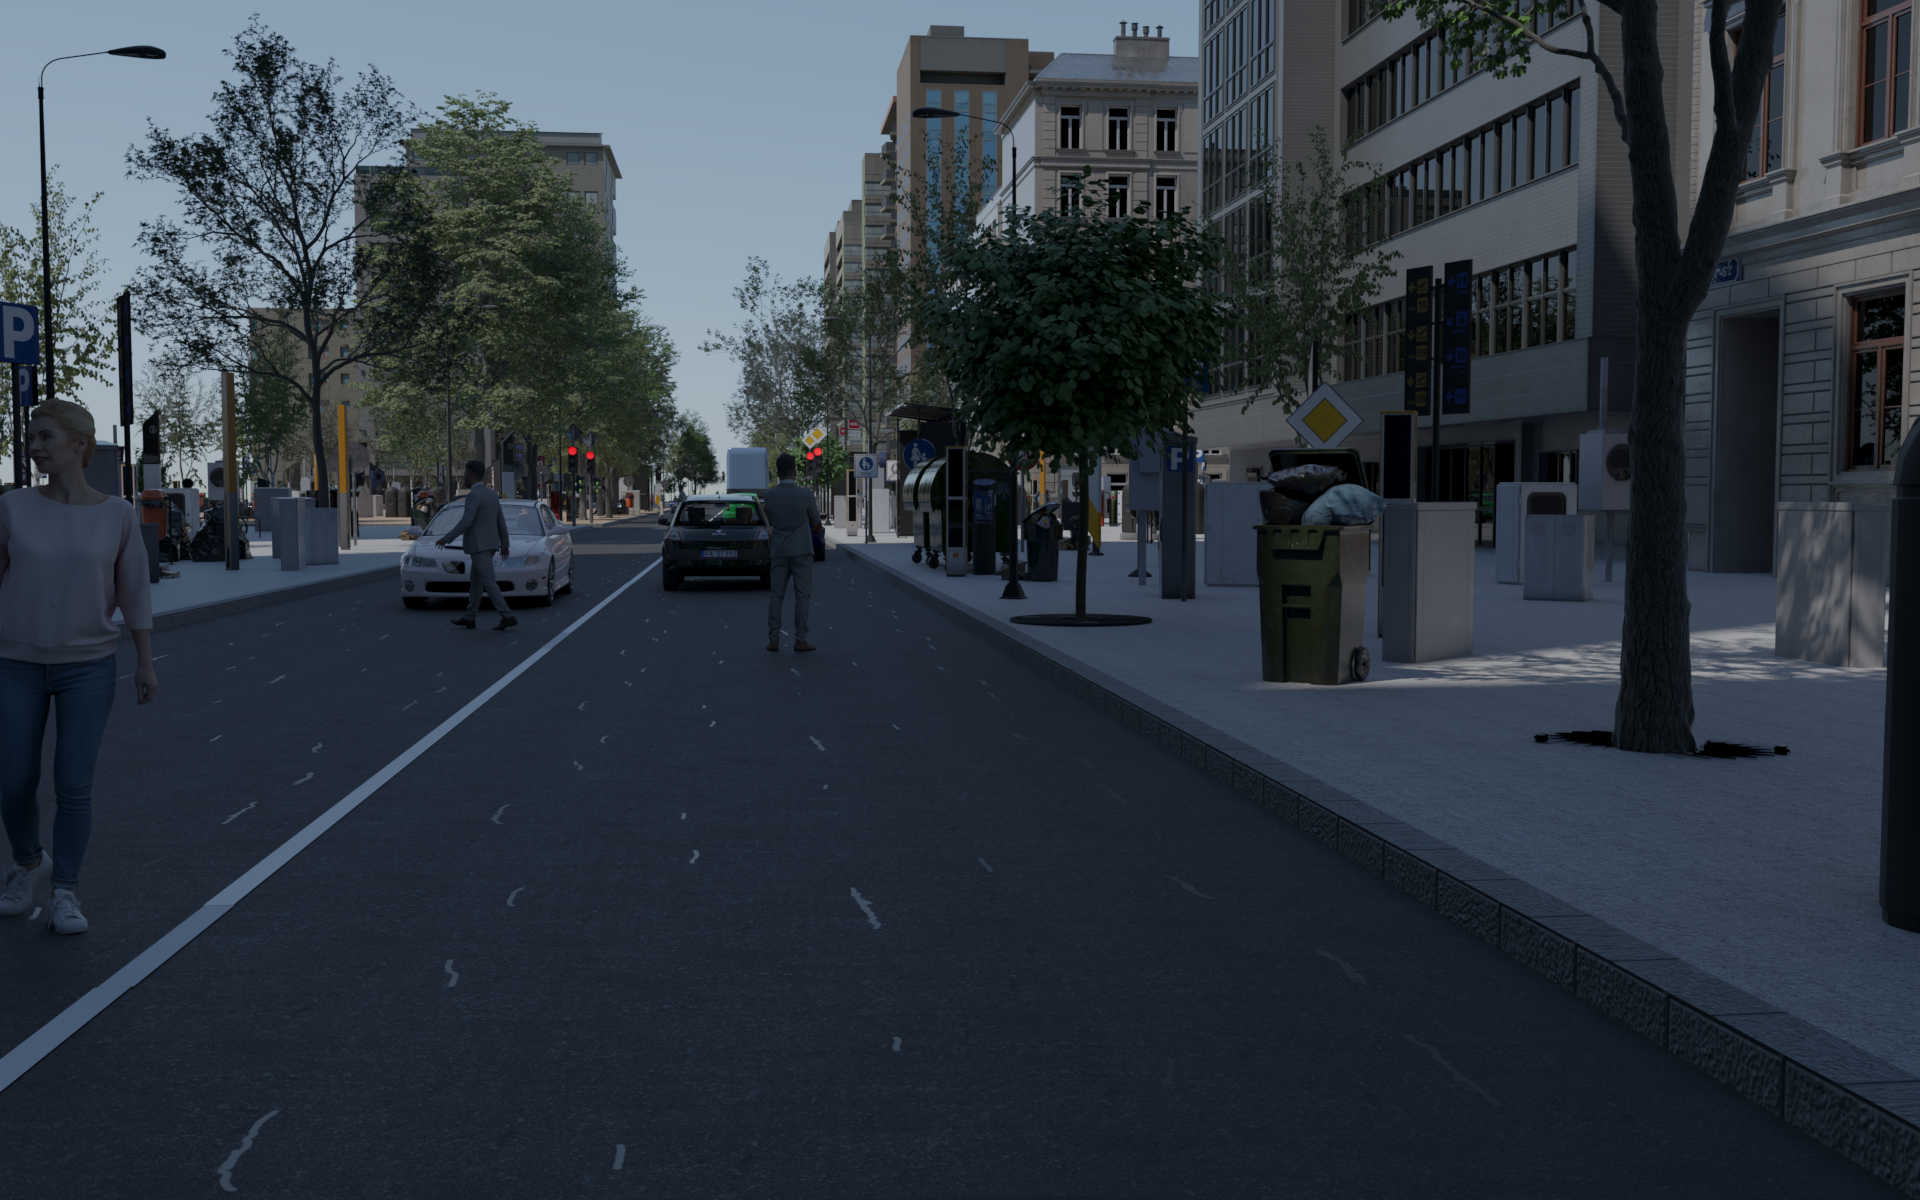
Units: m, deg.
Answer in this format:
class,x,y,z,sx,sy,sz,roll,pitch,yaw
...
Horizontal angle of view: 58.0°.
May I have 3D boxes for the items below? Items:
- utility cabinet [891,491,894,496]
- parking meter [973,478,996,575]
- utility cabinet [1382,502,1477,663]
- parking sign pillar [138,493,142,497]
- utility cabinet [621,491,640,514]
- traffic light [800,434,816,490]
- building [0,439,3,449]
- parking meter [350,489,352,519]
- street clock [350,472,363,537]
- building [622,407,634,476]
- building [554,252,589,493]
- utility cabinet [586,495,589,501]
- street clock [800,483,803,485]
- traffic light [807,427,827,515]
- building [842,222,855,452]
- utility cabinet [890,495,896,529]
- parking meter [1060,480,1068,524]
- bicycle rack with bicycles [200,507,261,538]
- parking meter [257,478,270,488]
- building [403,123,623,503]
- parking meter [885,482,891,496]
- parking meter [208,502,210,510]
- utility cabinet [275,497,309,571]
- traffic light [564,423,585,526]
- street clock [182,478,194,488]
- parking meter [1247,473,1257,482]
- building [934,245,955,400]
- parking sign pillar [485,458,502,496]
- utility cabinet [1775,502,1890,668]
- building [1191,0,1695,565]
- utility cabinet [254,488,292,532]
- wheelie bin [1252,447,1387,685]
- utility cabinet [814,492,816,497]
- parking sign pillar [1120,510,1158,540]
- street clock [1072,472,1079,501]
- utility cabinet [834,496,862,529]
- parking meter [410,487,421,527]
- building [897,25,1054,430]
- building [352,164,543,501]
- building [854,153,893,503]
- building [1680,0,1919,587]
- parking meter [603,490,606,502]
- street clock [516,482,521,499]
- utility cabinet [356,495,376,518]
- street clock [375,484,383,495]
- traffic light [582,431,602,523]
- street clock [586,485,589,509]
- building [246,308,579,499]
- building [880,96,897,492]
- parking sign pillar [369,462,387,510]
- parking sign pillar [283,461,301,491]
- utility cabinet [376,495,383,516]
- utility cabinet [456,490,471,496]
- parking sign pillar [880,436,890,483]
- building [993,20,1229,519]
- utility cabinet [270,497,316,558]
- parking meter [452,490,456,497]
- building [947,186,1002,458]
class,x,y,z,sx,sy,sz,roll,pitch,yaw
utility cabinet,-5.716,-7.905,137.930,0.318,1.500,1.173,2,4,34
parking meter,0.385,-1.168,27.506,0.372,1.533,0.369,0,3,0
utility cabinet,3.668,-0.146,13.552,0.306,1.237,1.020,3,5,41
parking sign pillar,-62.806,-8.812,132.540,1.447,3.967,1.447,1,4,17
utility cabinet,-20.846,-6.170,109.555,1.173,1.500,0.318,0,4,2
traffic light,-6.740,-5.430,77.704,0.839,4.253,0.868,0,4,-7
building,-42.959,-23.611,40.657,28.867,44.769,22.147,0,4,-7
parking meter,-21.868,-3.421,61.647,0.399,1.863,0.255,-1,4,-17
street clock,-18.147,-2.895,51.896,0.471,2.002,0.358,0,4,6
building,-67.934,-26.837,283.818,27.650,21.520,28.899,0,4,-7
building,-50.217,-26.099,198.412,14.160,30.474,14.107,0,4,-7
utility cabinet,-31.546,-8.288,146.665,0.306,1.237,1.020,-1,4,-18
street clock,-8.502,-5.389,92.675,0.358,2.002,0.471,1,4,12
traffic light,-5.752,-4.946,69.780,0.839,4.253,0.868,0,4,-7
building,-10.847,-35.390,262.218,14.154,41.232,14.086,0,4,-7
utility cabinet,-2.693,-3.234,64.034,0.306,1.237,1.020,-3,4,-37
parking meter,4.257,-3.975,70.704,0.255,1.863,0.399,-1,4,-9
bicycle rack with bicycles,-21.716,-2.265,50.417,2.925,0.926,2.852,2,4,27
parking meter,-24.812,-3.429,61.768,0.399,1.863,0.255,0,4,4
building,-64.716,-40.690,254.527,28.713,52.752,27.495,0,4,-7
parking meter,-3.320,-4.416,77.918,0.399,1.863,0.255,-1,4,-17
parking meter,-45.132,-5.872,104.419,0.372,1.533,0.369,0,3,0
utility cabinet,-11.333,-1.116,29.407,0.306,1.237,1.020,-1,4,-14
traffic light,-15.287,-4.872,68.579,0.839,4.253,0.868,0,4,-7
street clock,-34.890,-4.509,78.288,0.471,2.002,0.358,-2,4,-32
parking meter,8.013,-2.561,47.590,0.255,1.863,0.399,0,4,2
building,5.208,-19.460,137.263,14.460,24.649,34.723,0,4,-7
parking sign pillar,-35.622,-8.911,134.161,1.447,3.967,1.447,3,4,36
utility cabinet,6.654,-0.127,13.243,0.306,1.237,1.020,0,4,-4
building,16.672,-13.862,45.718,14.314,24.678,30.058,0,4,-7
utility cabinet,-23.206,-3.048,58.513,1.173,1.500,0.318,0,4,-1
wheelie bin,2.435,-0.241,11.842,0.980,1.594,0.693,2,4,34
utility cabinet,-10.956,-7.882,137.545,1.173,1.500,0.318,1,4,11
parking sign pillar,5.200,-3.669,48.458,1.447,3.967,1.447,1,4,11
street clock,3.886,-3.253,57.750,0.358,2.002,0.471,-1,4,-9
utility cabinet,-4.165,-3.266,64.559,1.020,1.237,0.306,0,4,3
parking meter,-18.826,-3.153,59.957,0.372,1.533,0.369,0,3,0
building,1.407,-31.670,167.922,14.600,45.320,14.200,0,4,-7
building,-45.607,-23.480,155.596,14.160,30.474,14.107,0,4,-7
building,-4.985,-32.257,210.993,14.154,41.232,14.086,0,4,-7
building,18.295,-11.199,19.265,11.583,22.565,21.152,0,4,-7
parking meter,-24.285,-6.754,118.833,0.372,1.533,0.369,0,3,0
street clock,-26.916,-6.147,105.069,0.471,2.002,0.358,-3,5,-40
utility cabinet,-32.397,-5.071,94.074,0.306,1.237,1.020,3,4,38
street clock,-42.205,-7.416,125.827,0.471,2.002,0.358,1,4,12
traffic light,-16.275,-5.357,76.503,0.839,4.253,0.868,0,4,-7
street clock,-31.258,-8.608,145.309,0.358,2.002,0.471,2,4,31
building,-54.046,-20.278,176.581,27.650,21.520,28.899,0,4,-7
building,2.760,-32.760,190.246,22.147,44.769,28.867,0,4,-7
parking sign pillar,-48.084,-9.455,143.067,1.447,3.967,1.447,-3,5,-43
parking sign pillar,-52.704,-9.067,136.725,1.447,3.967,1.447,-1,4,-14
utility cabinet,-33.734,-5.452,100.303,0.306,1.237,1.020,0,4,3
utility cabinet,-25.188,-4.901,88.810,1.173,1.500,0.318,-2,4,-29
parking sign pillar,-3.417,-5.557,79.332,1.447,3.967,1.447,0,4,-1
building,15.146,-18.321,96.817,25.104,27.353,12.463,0,4,-7
utility cabinet,-13.469,-1.460,35.034,0.306,1.237,1.020,1,4,18
parking meter,-34.259,-6.643,117.026,0.372,1.533,0.369,0,3,0
building,5.331,-15.701,111.469,10.420,20.320,16.860,0,4,-7
